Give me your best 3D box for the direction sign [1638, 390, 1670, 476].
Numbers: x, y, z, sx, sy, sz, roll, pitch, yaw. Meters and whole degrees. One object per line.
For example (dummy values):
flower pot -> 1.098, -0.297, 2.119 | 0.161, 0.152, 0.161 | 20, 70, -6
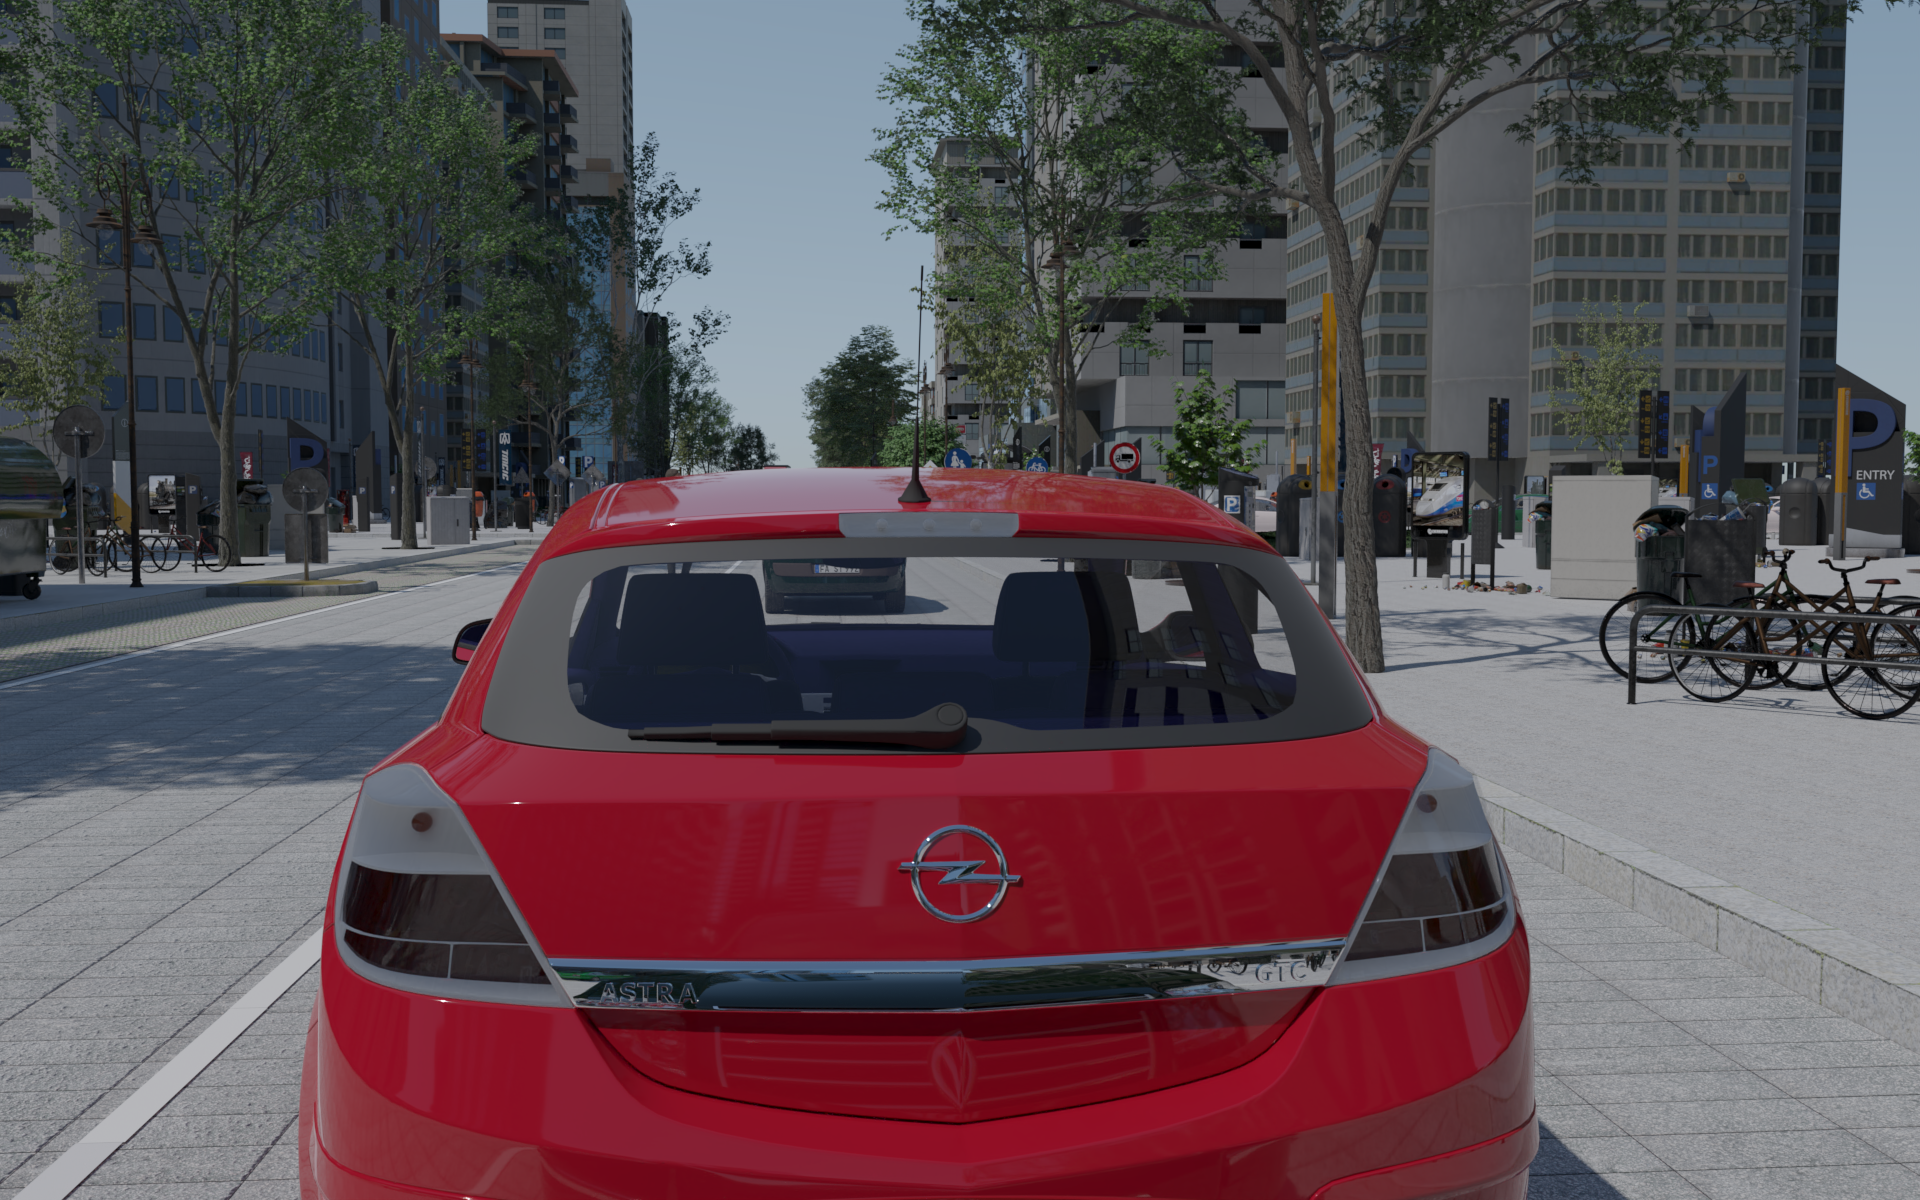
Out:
direction sign -> 15.165, -2.809, 37.918 | 0.876, 3.537, 0.379 | -2, 4, -26

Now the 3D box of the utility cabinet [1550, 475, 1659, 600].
utility cabinet -> 7.791, -0.750, 20.944 | 1.173, 1.500, 0.318 | 3, 4, 39

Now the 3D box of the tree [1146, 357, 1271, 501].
tree -> 3.303, -1.818, 24.332 | 1.663, 3.219, 1.824 | 0, 3, 0

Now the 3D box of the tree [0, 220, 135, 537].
tree -> -24.588, -5.904, 46.888 | 4.737, 8.622, 4.395 | 0, 3, 0

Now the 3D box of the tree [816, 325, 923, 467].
tree -> -6.042, -12.133, 116.495 | 7.486, 12.596, 7.792 | 0, 3, 0

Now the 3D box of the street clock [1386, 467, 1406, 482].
street clock -> 11.667, -2.558, 46.386 | 0.471, 2.002, 0.358 | 3, 5, 39

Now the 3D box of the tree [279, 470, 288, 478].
tree -> -28.057, -4.878, 74.354 | 1.663, 3.219, 1.824 | 0, 3, 0

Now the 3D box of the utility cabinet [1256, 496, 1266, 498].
utility cabinet -> 11.728, -3.485, 68.136 | 0.306, 1.237, 1.020 | -1, 4, -9

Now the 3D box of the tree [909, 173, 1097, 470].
tree -> 0.956, -5.533, 40.819 | 4.737, 8.622, 4.395 | 0, 3, 0

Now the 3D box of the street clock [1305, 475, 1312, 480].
street clock -> 13.065, -3.687, 64.860 | 0.471, 2.002, 0.358 | -2, 4, -34

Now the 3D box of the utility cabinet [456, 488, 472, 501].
utility cabinet -> -19.526, -3.604, 67.610 | 1.173, 1.500, 0.318 | -2, 4, -31

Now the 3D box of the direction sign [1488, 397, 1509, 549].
direction sign -> 12.670, -2.985, 40.804 | 0.876, 3.537, 0.379 | -3, 5, -43

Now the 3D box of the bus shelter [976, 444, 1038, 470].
bus shelter -> 1.919, -4.798, 72.364 | 2.014, 3.302, 5.546 | 0, 4, -5

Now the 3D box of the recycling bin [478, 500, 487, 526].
recycling bin -> -19.662, -3.545, 70.513 | 0.722, 1.027, 0.722 | 0, 4, -7

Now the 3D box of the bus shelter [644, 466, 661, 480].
bus shelter -> -23.021, -8.171, 127.516 | 2.014, 3.302, 5.546 | 0, 4, -5

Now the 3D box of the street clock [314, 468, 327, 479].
street clock -> -18.167, -2.718, 49.006 | 0.471, 2.002, 0.358 | 1, 4, 20

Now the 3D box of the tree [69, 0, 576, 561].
tree -> -12.930, -6.975, 39.794 | 9.928, 11.665, 9.643 | 0, 3, 0

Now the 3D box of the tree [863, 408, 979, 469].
tree -> -1.261, -5.028, 65.915 | 4.285, 4.588, 4.351 | 0, 3, 0

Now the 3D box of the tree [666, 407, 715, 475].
tree -> -21.809, -11.509, 138.532 | 4.737, 8.622, 4.395 | 0, 3, 0

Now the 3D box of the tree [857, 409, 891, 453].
tree -> -6.899, -11.605, 140.106 | 4.737, 8.622, 4.395 | 0, 3, 0

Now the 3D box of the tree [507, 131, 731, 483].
tree -> -18.251, -14.457, 92.265 | 12.611, 20.169, 13.585 | 0, 3, 0

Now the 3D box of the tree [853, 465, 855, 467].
tree -> -9.121, -13.069, 164.043 | 4.360, 8.622, 3.978 | 0, 3, 0

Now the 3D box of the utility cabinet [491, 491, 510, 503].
utility cabinet -> -29.753, -6.331, 112.189 | 1.173, 1.500, 0.318 | -1, 4, -12

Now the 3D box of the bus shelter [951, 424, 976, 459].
bus shelter -> -0.506, -7.299, 96.976 | 2.179, 5.291, 8.768 | 0, 4, -5

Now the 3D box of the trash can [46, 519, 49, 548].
trash can -> -20.961, -1.684, 39.187 | 0.748, 1.137, 0.748 | 0, 3, 0

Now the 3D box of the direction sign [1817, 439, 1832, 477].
direction sign -> 35.805, -4.880, 71.783 | 0.876, 3.537, 0.379 | -2, 4, -30

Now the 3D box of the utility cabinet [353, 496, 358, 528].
utility cabinet -> -22.503, -3.293, 64.999 | 0.306, 1.237, 1.020 | -2, 4, -33

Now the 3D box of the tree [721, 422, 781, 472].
tree -> -33.471, -21.989, 276.525 | 9.611, 12.733, 9.660 | 0, 3, 0

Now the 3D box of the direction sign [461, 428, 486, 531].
direction sign -> -16.846, -4.164, 60.072 | 0.876, 3.537, 0.379 | -3, 4, -37

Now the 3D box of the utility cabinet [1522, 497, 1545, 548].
utility cabinet -> 13.832, -1.871, 41.747 | 0.306, 1.237, 1.020 | 0, 4, 5

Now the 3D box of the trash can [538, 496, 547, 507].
trash can -> -30.281, -6.970, 125.619 | 0.748, 1.137, 0.748 | 0, 3, 0

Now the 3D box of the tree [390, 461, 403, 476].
tree -> -32.296, -6.462, 100.255 | 1.663, 3.219, 1.824 | 0, 3, 0

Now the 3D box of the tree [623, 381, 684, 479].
tree -> -19.733, -9.784, 110.324 | 4.360, 8.622, 3.978 | 0, 3, 0

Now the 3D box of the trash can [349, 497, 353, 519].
trash can -> -30.138, -4.533, 85.774 | 0.748, 1.137, 0.748 | 0, 3, 0

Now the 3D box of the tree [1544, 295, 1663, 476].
tree -> 23.745, -6.912, 63.376 | 4.737, 8.622, 4.395 | 0, 3, 0

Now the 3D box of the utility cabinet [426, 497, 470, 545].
utility cabinet -> -12.971, -2.003, 43.916 | 1.020, 1.237, 0.306 | -3, 4, -37

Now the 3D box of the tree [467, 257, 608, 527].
tree -> -15.792, -8.158, 67.800 | 7.601, 10.594, 8.767 | 0, 4, 5

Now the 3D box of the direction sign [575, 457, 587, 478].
direction sign -> -23.026, -6.958, 105.759 | 0.876, 3.537, 0.379 | -1, 4, -16

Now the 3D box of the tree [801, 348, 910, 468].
tree -> -8.596, -14.788, 148.431 | 9.857, 13.997, 8.962 | 0, 3, 0

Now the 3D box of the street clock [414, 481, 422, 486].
street clock -> -30.284, -5.630, 96.617 | 0.471, 2.002, 0.358 | -3, 5, -41

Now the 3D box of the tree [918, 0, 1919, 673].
tree -> 3.011, -4.778, 12.535 | 8.767, 10.594, 7.601 | 1, 4, 10

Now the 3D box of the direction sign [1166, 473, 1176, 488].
direction sign -> 12.652, -6.720, 101.876 | 0.379, 3.537, 0.876 | -3, 4, -36

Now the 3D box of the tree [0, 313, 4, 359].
tree -> -24.829, -5.519, 40.595 | 4.360, 8.622, 3.978 | 0, 3, 0

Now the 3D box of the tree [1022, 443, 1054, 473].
tree -> 2.732, -4.380, 66.222 | 1.663, 3.219, 1.824 | 0, 3, 0

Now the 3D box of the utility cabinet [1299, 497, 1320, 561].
utility cabinet -> 6.855, -1.386, 33.816 | 0.306, 1.237, 1.020 | 0, 4, 0

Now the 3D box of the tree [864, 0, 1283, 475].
tree -> 1.934, -6.520, 32.360 | 9.928, 11.665, 9.643 | 0, 3, 0

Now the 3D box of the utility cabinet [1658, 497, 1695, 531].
utility cabinet -> 15.148, -1.586, 37.086 | 1.020, 1.237, 0.306 | 3, 5, 41

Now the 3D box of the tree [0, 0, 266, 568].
tree -> -13.056, -6.392, 30.257 | 9.928, 11.665, 9.643 | 0, 3, 0

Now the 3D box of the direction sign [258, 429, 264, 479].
direction sign -> -24.584, -4.218, 60.959 | 0.379, 3.537, 0.876 | -1, 4, -14

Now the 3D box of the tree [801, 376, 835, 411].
tree -> -16.064, -24.260, 252.538 | 12.611, 20.169, 13.585 | 0, 3, 0

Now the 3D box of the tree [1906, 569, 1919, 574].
tree -> 16.045, -2.038, 27.919 | 1.663, 3.219, 1.824 | 0, 3, 0

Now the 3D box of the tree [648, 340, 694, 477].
tree -> -20.053, -11.750, 117.872 | 9.928, 11.665, 9.643 | 0, 3, 0

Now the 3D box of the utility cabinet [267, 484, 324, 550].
utility cabinet -> -15.038, -1.870, 39.253 | 1.173, 1.500, 0.318 | -1, 4, -15
